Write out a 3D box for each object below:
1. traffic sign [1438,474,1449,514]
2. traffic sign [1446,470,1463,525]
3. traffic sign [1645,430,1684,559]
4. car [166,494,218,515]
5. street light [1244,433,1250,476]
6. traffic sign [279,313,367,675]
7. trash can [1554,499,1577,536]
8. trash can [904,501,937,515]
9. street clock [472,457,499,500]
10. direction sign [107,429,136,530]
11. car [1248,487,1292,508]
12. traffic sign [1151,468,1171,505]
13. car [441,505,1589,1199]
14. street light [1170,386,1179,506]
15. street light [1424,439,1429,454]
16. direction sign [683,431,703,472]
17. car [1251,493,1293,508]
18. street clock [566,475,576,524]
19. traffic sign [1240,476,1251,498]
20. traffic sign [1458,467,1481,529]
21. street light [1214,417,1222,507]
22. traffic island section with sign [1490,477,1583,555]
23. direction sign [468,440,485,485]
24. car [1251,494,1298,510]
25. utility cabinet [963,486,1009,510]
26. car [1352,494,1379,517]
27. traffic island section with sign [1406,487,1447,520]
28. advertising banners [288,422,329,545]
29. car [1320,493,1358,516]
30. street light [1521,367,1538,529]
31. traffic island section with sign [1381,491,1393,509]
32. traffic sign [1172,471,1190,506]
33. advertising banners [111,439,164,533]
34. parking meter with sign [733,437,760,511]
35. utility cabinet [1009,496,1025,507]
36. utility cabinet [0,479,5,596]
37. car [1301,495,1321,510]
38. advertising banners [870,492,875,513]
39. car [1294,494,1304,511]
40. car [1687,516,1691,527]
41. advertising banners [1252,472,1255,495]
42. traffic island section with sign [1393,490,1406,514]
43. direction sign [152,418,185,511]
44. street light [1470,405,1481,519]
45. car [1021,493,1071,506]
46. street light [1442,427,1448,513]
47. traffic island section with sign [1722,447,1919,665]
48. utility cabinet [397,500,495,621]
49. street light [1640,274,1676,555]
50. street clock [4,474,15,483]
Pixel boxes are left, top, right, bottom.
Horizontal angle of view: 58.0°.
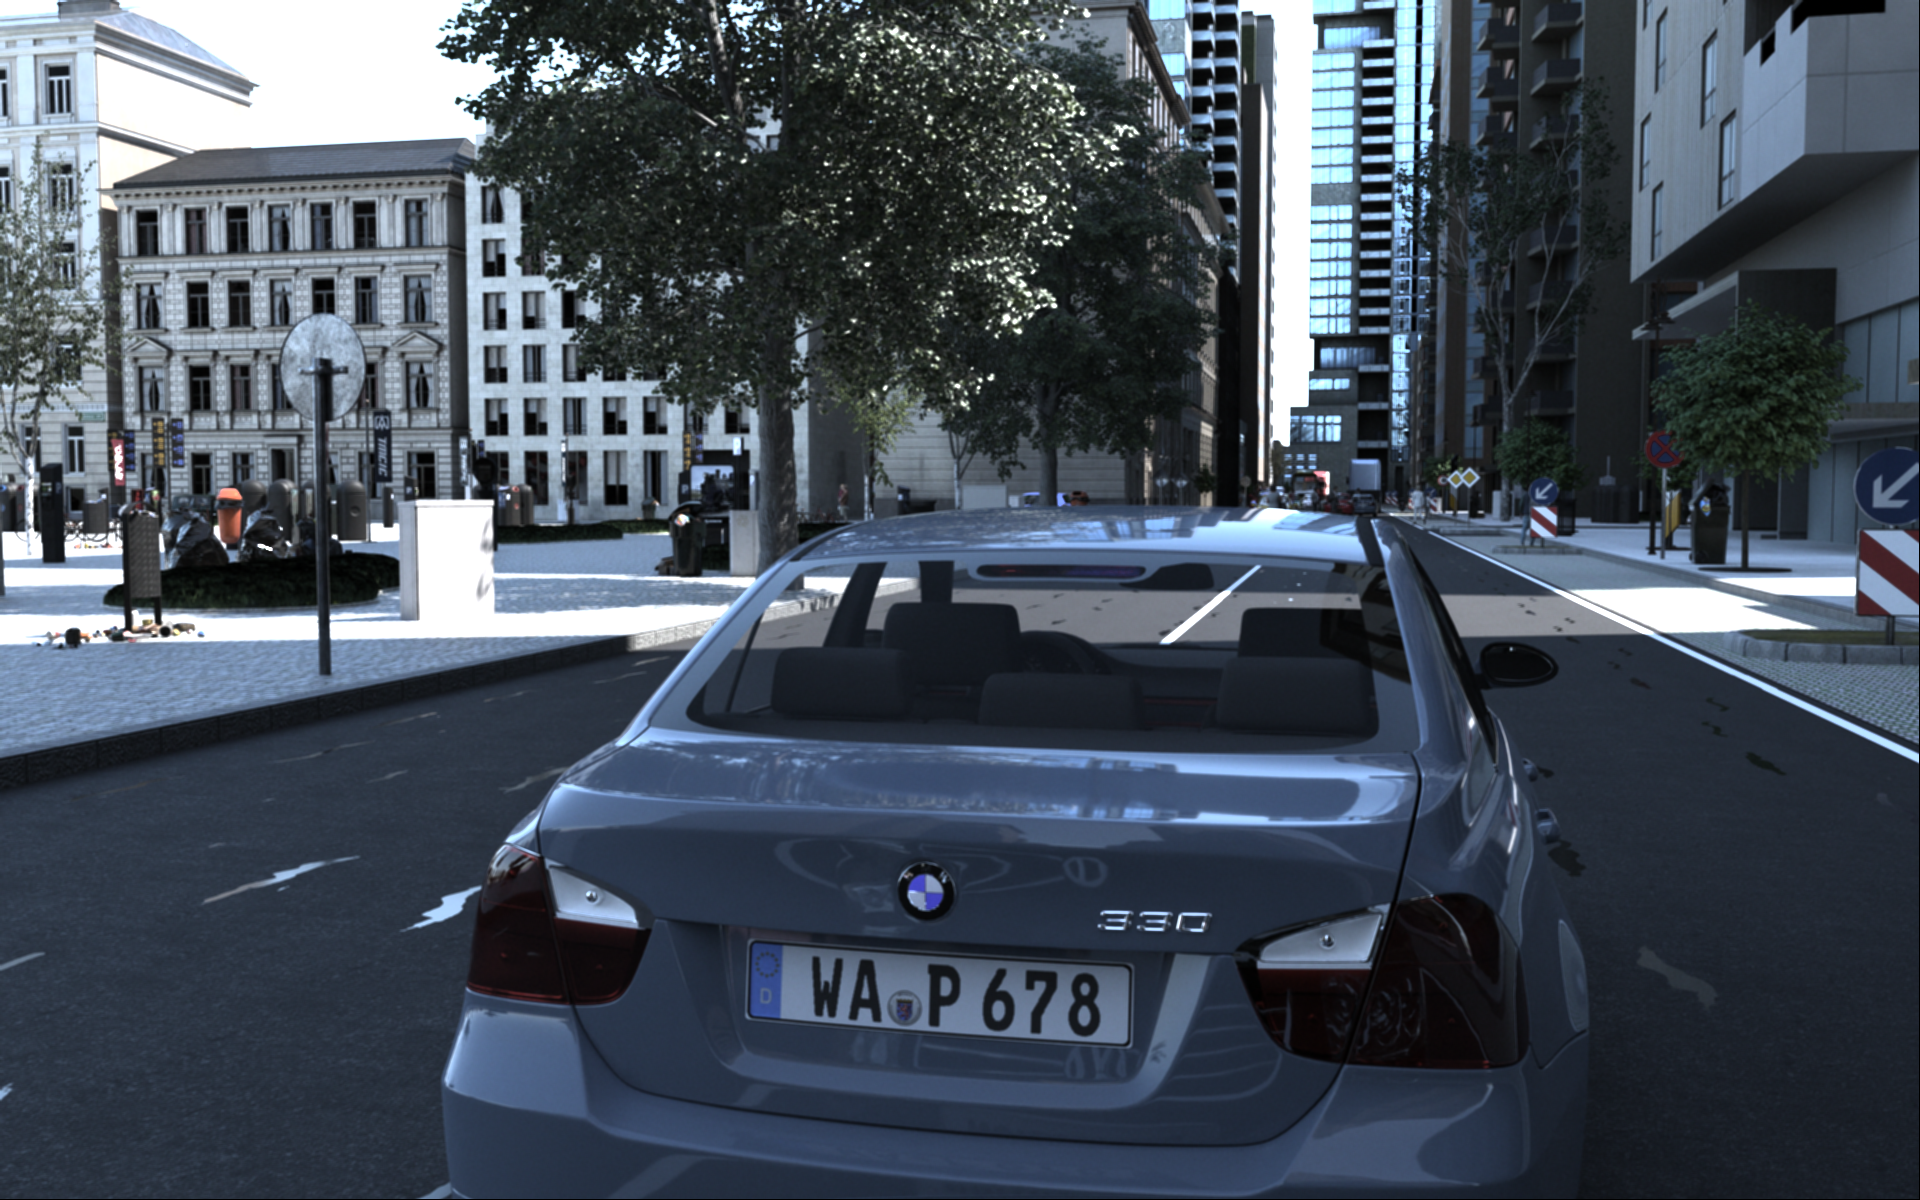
[{"bbox_3d":[31.377,-6.869,112.417,0.768,2.556,0.104,1,4,14],"label":"traffic sign"},{"bbox_3d":[20.507,-4.158,71.633,0.795,2.450,0.064,1,4,13],"label":"traffic sign"},{"bbox_3d":[13.868,-2.079,34.105,0.768,2.556,0.104,1,4,14],"label":"traffic sign"},{"bbox_3d":[-33.924,-4.208,78.580,4.222,1.686,2.009,1,4,11],"label":"car"},{"bbox_3d":[21.226,-9.531,128.625,0.468,5.910,1.993,1,4,13],"label":"street light"},{"bbox_3d":[-4.509,-0.741,12.223,0.768,2.556,0.104,1,4,21],"label":"traffic sign"},{"bbox_3d":[18.476,-2.524,52.917,0.748,1.137,0.748,0,3,0],"label":"trash can"},{"bbox_3d":[-0.855,-1.583,37.540,0.748,1.137,0.748,0,3,0],"label":"trash can"},{"bbox_3d":[-9.394,-1.820,34.327,0.471,2.002,0.358,0,4,1],"label":"street clock"},{"bbox_3d":[-29.332,-4.198,60.641,0.876,3.537,0.379,-1,4,-16],"label":"direction sign"},{"bbox_3d":[16.626,-5.134,92.618,2.281,1.827,5.304,1,4,14],"label":"car"},{"bbox_3d":[7.697,-3.834,66.327,0.795,2.450,0.064,1,4,13],"label":"traffic sign"},{"bbox_3d":[0.472,0.470,4.311,2.014,1.417,4.499,1,4,14],"label":"car"},{"bbox_3d":[9.099,-6.213,74.374,0.468,5.910,1.993,1,4,13],"label":"street light"},{"bbox_3d":[38.814,-10.473,144.023,0.468,5.910,1.993,1,4,13],"label":"street light"},{"bbox_3d":[-9.592,-4.299,62.283,0.379,3.537,0.876,3,5,43],"label":"direction sign"},{"bbox_3d":[14.686,-4.396,81.460,1.945,1.707,3.694,1,4,12],"label":"car"},{"bbox_3d":[-14.765,-3.744,65.790,0.358,2.002,0.471,1,4,11],"label":"street clock"},{"bbox_3d":[20.286,-7.522,123.084,0.768,2.556,0.104,1,4,17],"label":"traffic sign"},{"bbox_3d":[18.764,-3.682,63.840,0.795,2.450,0.064,1,4,13],"label":"traffic sign"},{"bbox_3d":[15.110,-7.876,101.561,0.468,5.910,1.993,1,4,13],"label":"street light"},{"bbox_3d":[13.839,-2.020,41.661,1.989,1.847,2.006,1,4,13],"label":"traffic island section with sign"},{"bbox_3d":[-20.272,-4.935,72.690,0.876,3.537,0.379,2,4,29],"label":"direction sign"},{"bbox_3d":[14.031,-4.092,77.128,2.015,1.641,3.980,1,4,13],"label":"car"},{"bbox_3d":[0.675,-2.235,45.223,1.173,1.500,0.318,1,4,15],"label":"utility cabinet"},{"bbox_3d":[25.125,-5.873,108.025,2.014,1.417,4.499,1,4,14],"label":"car"},{"bbox_3d":[26.128,-5.383,96.646,1.989,1.847,2.006,1,4,13],"label":"traffic island section with sign"},{"bbox_3d":[-15.867,-2.816,42.232,2.074,3.025,0.090,3,5,43],"label":"advertising banners"},{"bbox_3d":[22.124,-5.636,101.195,2.155,1.783,4.494,1,4,14],"label":"car"},{"bbox_3d":[20.674,-5.518,63.007,0.468,5.910,1.993,1,4,13],"label":"street light"},{"bbox_3d":[48.747,-11.568,197.769,1.989,1.847,2.006,1,4,13],"label":"traffic island section with sign"},{"bbox_3d":[9.440,-4.311,74.120,0.795,2.450,0.064,1,4,13],"label":"traffic sign"},{"bbox_3d":[-26.377,-3.631,55.559,0.090,3.025,2.074,1,4,20],"label":"advertising banners"},{"bbox_3d":[-6.133,-3.517,53.763,1.738,3.016,0.543,-2,4,-35],"label":"parking meter with sign"},{"bbox_3d":[2.067,-3.315,65.359,0.306,1.237,1.020,-2,4,-29],"label":"utility cabinet"},{"bbox_3d":[-12.082,-0.747,20.896,0.318,1.500,1.173,1,4,10],"label":"utility cabinet"},{"bbox_3d":[31.071,-8.615,153.215,2.083,1.381,4.827,1,4,11],"label":"car"},{"bbox_3d":[-5.092,-7.264,114.954,2.074,3.025,0.090,-2,4,-33],"label":"advertising banners"},{"bbox_3d":[23.504,-6.946,123.357,2.009,1.686,4.222,1,4,13],"label":"car"},{"bbox_3d":[30.493,-3.306,66.413,4.827,1.381,2.083,1,4,14],"label":"car"},{"bbox_3d":[22.987,-8.508,135.291,0.090,3.025,2.074,0,4,3],"label":"advertising banners"},{"bbox_3d":[32.015,-6.992,122.952,1.989,1.847,2.006,1,4,13],"label":"traffic island section with sign"},{"bbox_3d":[-23.538,-3.642,51.546,0.876,3.537,0.379,-3,5,-39],"label":"direction sign"},{"bbox_3d":[26.816,-7.186,90.279,0.468,5.910,1.993,1,4,13],"label":"street light"},{"bbox_3d":[2.970,-3.773,71.276,3.694,1.707,1.945,1,4,14],"label":"car"},{"bbox_3d":[32.709,-8.807,116.789,0.468,5.910,1.993,1,4,13],"label":"street light"},{"bbox_3d":[7.939,-0.412,15.357,1.989,1.847,2.006,1,4,13],"label":"traffic island section with sign"},{"bbox_3d":[-5.310,-0.414,17.923,0.306,1.237,1.020,2,4,33],"label":"utility cabinet"},{"bbox_3d":[14.666,-3.898,36.523,0.468,5.910,1.993,1,4,13],"label":"street light"},{"bbox_3d":[-34.073,-3.521,62.130,0.471,2.002,0.358,3,5,42],"label":"street clock"}]
